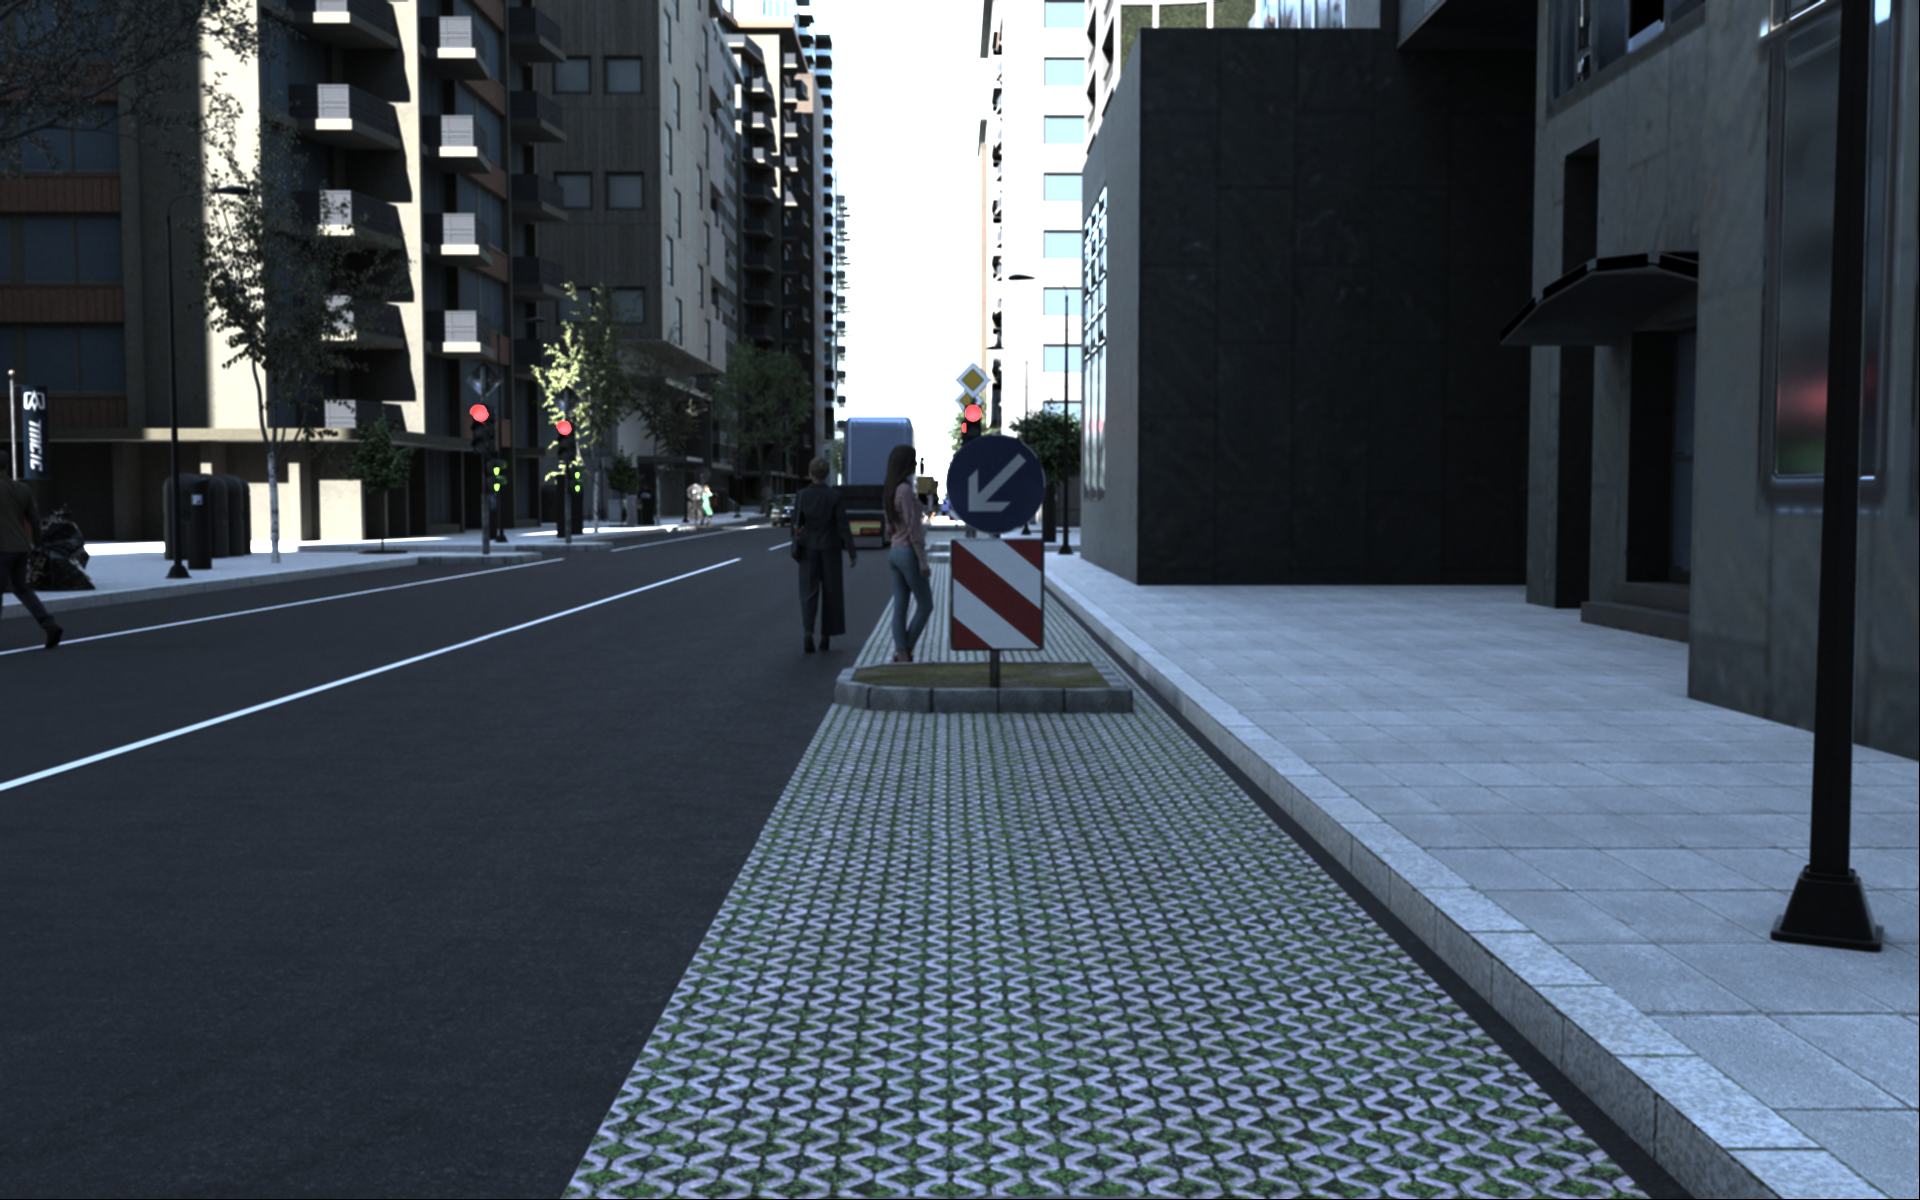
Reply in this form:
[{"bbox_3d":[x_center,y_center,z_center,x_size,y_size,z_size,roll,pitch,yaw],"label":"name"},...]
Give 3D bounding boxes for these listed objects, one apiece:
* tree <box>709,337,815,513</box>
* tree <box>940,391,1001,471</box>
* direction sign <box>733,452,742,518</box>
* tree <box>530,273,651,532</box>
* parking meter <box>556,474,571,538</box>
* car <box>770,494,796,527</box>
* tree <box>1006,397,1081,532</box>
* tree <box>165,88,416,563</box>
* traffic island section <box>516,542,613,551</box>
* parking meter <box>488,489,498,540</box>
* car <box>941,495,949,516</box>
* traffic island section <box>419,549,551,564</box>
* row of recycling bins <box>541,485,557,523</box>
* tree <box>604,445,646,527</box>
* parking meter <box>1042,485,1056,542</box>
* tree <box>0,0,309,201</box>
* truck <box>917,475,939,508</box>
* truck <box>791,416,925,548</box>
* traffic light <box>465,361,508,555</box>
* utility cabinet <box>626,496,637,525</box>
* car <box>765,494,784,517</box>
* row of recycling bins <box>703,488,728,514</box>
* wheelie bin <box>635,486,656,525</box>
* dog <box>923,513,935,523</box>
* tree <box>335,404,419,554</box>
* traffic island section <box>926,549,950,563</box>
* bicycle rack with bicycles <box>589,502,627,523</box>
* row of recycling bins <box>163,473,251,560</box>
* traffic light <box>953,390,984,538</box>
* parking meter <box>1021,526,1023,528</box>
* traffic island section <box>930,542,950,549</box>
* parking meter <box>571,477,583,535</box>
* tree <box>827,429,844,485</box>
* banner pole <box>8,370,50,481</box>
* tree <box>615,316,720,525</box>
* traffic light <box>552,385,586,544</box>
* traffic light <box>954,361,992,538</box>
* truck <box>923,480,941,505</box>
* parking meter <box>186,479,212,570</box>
[{"bbox_3d":[-13.295,-11.616,115.672,9.928,11.665,9.643,0,3,0],"label":"tree"},{"bbox_3d":[2.460,-18.210,204.383,9.857,13.997,8.962,0,3,0],"label":"tree"},{"bbox_3d":[-12.326,-6.379,96.295,0.379,3.537,0.876,1,4,19],"label":"direction sign"},{"bbox_3d":[-12.331,-6.598,58.239,4.737,8.622,4.395,0,3,0],"label":"tree"},{"bbox_3d":[-11.628,-2.746,50.604,0.255,1.863,0.399,0,4,-1],"label":"parking meter"},{"bbox_3d":[-7.453,-4.152,77.669,2.009,1.686,4.222,0,4,2],"label":"car"},{"bbox_3d":[2.970,-4.578,58.568,4.285,4.588,4.351,0,3,0],"label":"tree"},{"bbox_3d":[-12.535,-4.984,31.847,4.360,8.622,3.978,0,3,0],"label":"tree"},{"bbox_3d":[-10.149,-1.378,44.818,2.009,0.180,2.903,0,4,0],"label":"traffic island section"},{"bbox_3d":[-13.188,-2.460,48.631,0.372,1.533,0.369,0,3,0],"label":"parking meter"},{"bbox_3d":[-0.343,-6.486,115.630,1.945,1.707,3.694,0,4,1],"label":"car"},{"bbox_3d":[-10.096,-0.890,36.834,2.009,0.180,2.903,0,4,0],"label":"traffic island section"},{"bbox_3d":[-18.163,-4.354,78.297,1.069,1.692,3.534,1,4,9],"label":"row of recycling bins"},{"bbox_3d":[-13.142,-4.484,67.915,1.663,3.219,1.824,0,3,0],"label":"tree"},{"bbox_3d":[2.377,-2.310,46.173,0.372,1.533,0.369,0,3,0],"label":"parking meter"},{"bbox_3d":[-12.663,-6.632,18.806,12.009,13.543,11.850,0,3,0],"label":"tree"},{"bbox_3d":[-3.911,-11.168,178.520,3.469,3.379,9.791,0,4,0],"label":"truck"},{"bbox_3d":[-2.947,-3.929,53.998,2.967,4.110,18.799,0,4,1],"label":"truck"},{"bbox_3d":[-10.056,-2.922,36.699,0.839,4.253,0.868,0,4,0],"label":"traffic light"},{"bbox_3d":[-13.592,-3.782,73.004,0.306,1.237,1.020,2,4,33],"label":"utility cabinet"},{"bbox_3d":[-10.272,-5.416,100.553,2.014,1.417,4.499,0,4,-1],"label":"car"},{"bbox_3d":[-16.188,-6.582,114.734,1.069,1.692,3.534,1,4,10],"label":"row of recycling bins"},{"bbox_3d":[-12.994,-3.889,71.496,0.693,1.594,0.980,-3,4,-39],"label":"wheelie bin"},{"bbox_3d":[-1.552,-4.145,87.062,0.540,0.507,0.406,-2,4,-24],"label":"dog"},{"bbox_3d":[-12.459,-2.622,37.467,1.663,3.219,1.824,0,3,0],"label":"tree"},{"bbox_3d":[0.295,-0.894,36.897,2.009,0.180,2.903,0,4,0],"label":"traffic island section"},{"bbox_3d":[-15.532,-3.970,78.285,2.852,0.926,2.925,0,4,0],"label":"bicycle rack with bicycles"},{"bbox_3d":[-15.283,-1.726,35.336,1.069,1.692,3.534,0,4,-6],"label":"row of recycling bins"},{"bbox_3d":[0.202,-3.416,44.768,0.839,4.253,0.868,0,4,0],"label":"traffic light"},{"bbox_3d":[2.200,-3.696,66.147,0.255,1.863,0.399,3,5,44],"label":"parking meter"},{"bbox_3d":[0.242,-1.382,44.882,2.009,0.180,2.903,0,4,0],"label":"traffic island section"},{"bbox_3d":[-12.060,-2.981,54.453,0.255,1.863,0.399,2,4,32],"label":"parking meter"},{"bbox_3d":[-13.262,-15.027,196.052,4.737,8.622,4.395,0,3,0],"label":"tree"},{"bbox_3d":[-18.899,-2.758,35.116,0.863,3.779,0.401,-2,4,-29],"label":"banner pole"},{"bbox_3d":[-12.466,-7.480,72.659,4.360,8.622,3.978,0,3,0],"label":"tree"},{"bbox_3d":[-10.109,-3.411,44.684,0.839,4.253,0.868,0,4,0],"label":"traffic light"},{"bbox_3d":[0.255,-2.927,36.783,0.839,4.253,0.868,0,4,0],"label":"traffic light"},{"bbox_3d":[-4.293,-14.700,236.270,3.469,3.379,9.791,0,4,0],"label":"truck"},{"bbox_3d":[-12.976,-1.291,29.523,0.372,1.533,0.369,0,3,0],"label":"parking meter"}]
